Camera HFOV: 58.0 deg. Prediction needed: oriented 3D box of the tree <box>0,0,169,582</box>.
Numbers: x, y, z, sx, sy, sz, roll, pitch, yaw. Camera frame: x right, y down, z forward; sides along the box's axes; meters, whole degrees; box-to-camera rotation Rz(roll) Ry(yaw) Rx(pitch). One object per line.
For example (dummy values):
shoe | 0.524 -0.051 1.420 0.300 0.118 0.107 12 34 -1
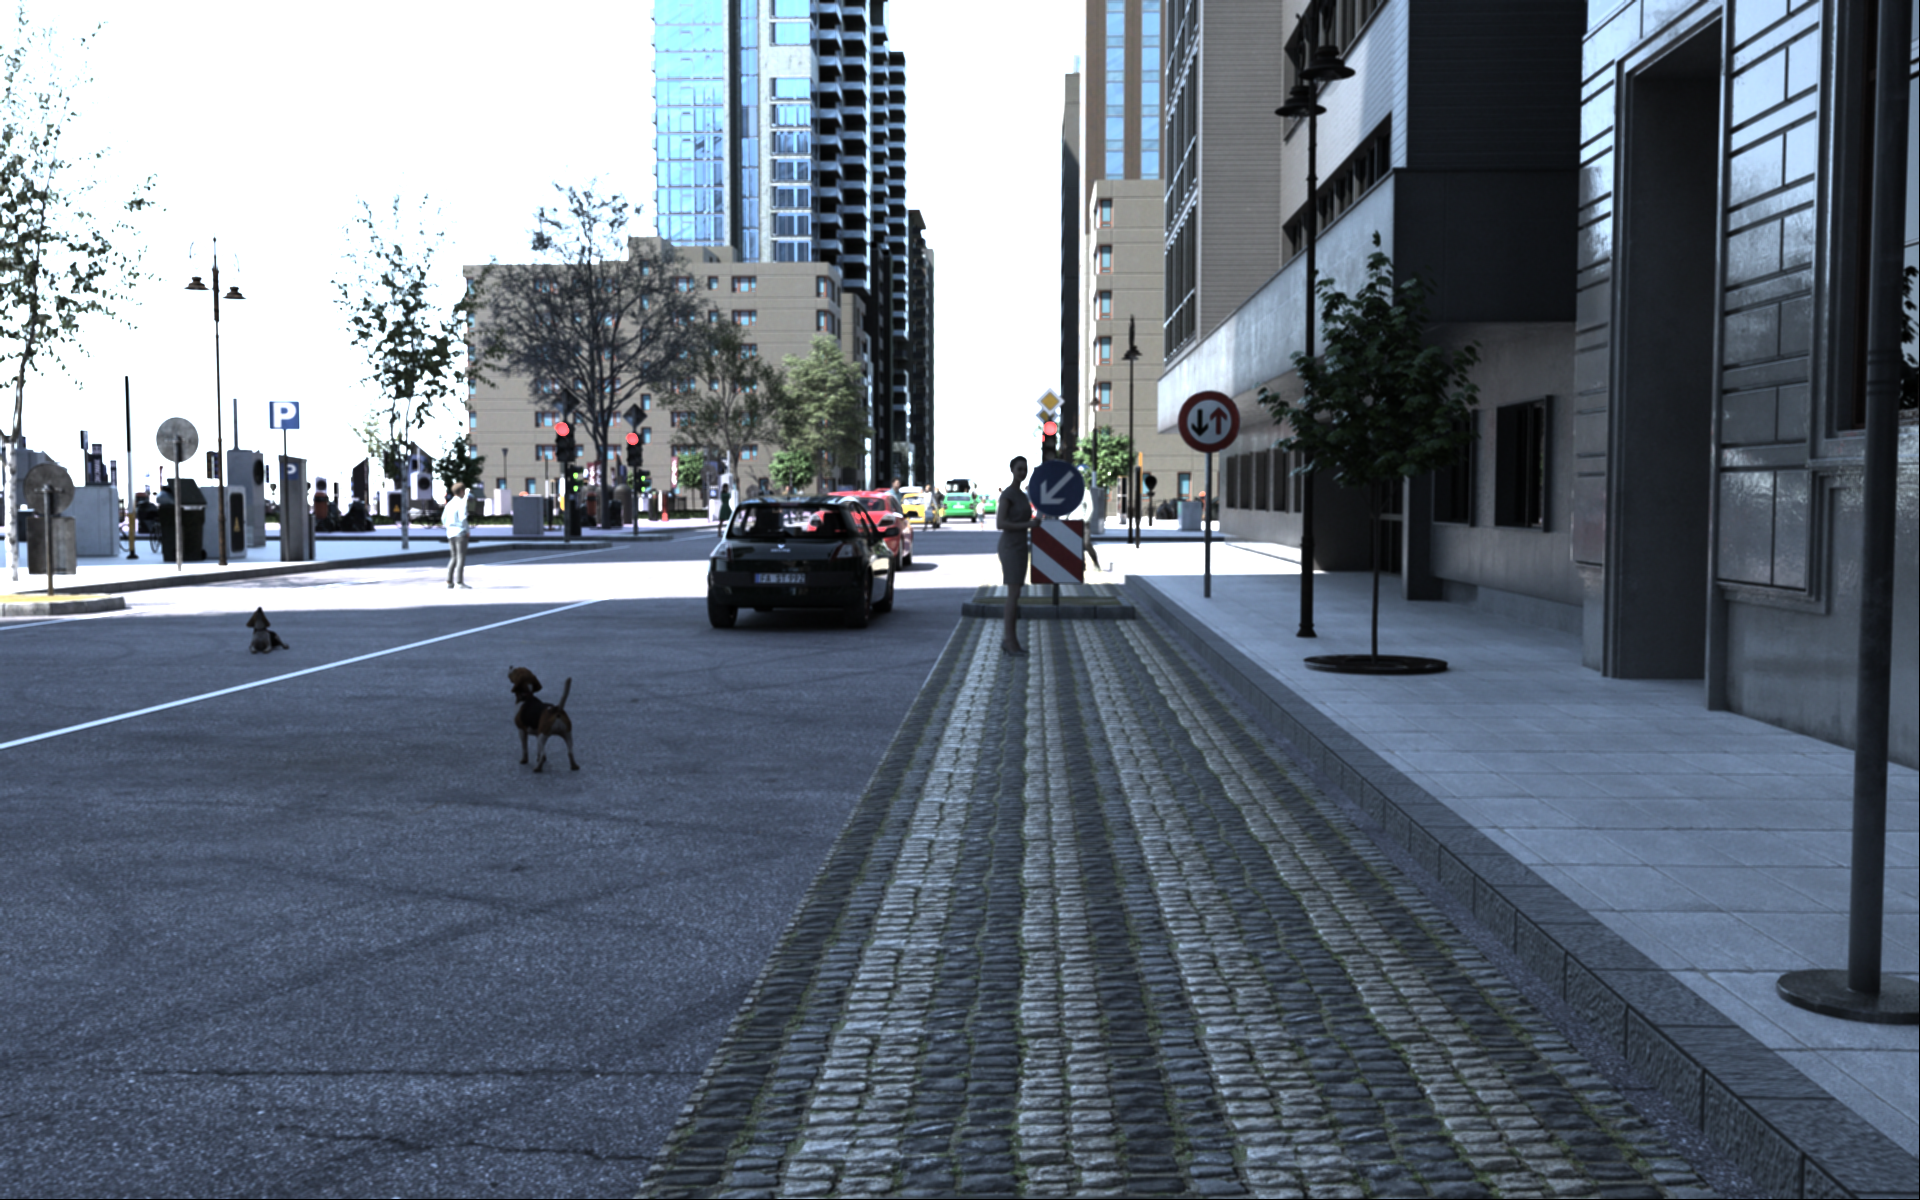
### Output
tree | -13.894 -4.586 25.336 4.360 8.622 3.978 0 3 0

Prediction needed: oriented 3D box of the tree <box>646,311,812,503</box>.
tree | -11.350 -9.366 87.549 8.767 10.594 7.601 -3 4 -38

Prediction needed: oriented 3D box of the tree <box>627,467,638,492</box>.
tree | -23.363 -7.894 123.673 1.663 3.219 1.824 0 3 0

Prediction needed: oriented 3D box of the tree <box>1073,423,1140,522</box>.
tree | 6.713 -5.911 80.361 4.285 4.588 4.351 0 3 0

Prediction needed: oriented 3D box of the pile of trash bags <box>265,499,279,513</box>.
pile of trash bags | -33.626 -4.421 82.042 1.912 1.369 3.447 1 4 11

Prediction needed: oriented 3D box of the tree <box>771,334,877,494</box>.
tree | -9.774 -12.505 122.585 7.486 12.596 7.792 0 3 0

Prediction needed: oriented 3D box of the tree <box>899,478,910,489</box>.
tree | -6.524 -12.630 201.094 1.663 3.219 1.824 0 3 0

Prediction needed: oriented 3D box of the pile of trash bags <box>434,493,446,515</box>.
pile of trash bags | -28.938 -5.345 97.135 1.912 1.369 3.447 -1 4 -8

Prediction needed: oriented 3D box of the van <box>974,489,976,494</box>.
van | 1.074 -13.382 223.181 2.240 2.365 5.245 0 4 3

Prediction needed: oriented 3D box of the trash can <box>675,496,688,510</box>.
trash can | -17.378 -5.898 108.088 0.748 1.137 0.748 0 3 0

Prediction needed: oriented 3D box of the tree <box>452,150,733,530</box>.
tree | -13.020 -9.315 62.669 12.009 13.543 11.850 0 3 0

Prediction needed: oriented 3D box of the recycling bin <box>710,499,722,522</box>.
recycling bin | -11.342 -4.209 81.369 0.722 1.027 0.722 -1 4 -19

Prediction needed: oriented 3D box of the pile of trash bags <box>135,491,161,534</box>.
pile of trash bags | -26.248 -2.887 56.952 3.447 1.369 1.912 3 4 36

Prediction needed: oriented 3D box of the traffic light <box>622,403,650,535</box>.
traffic light | -10.051 -3.960 53.664 0.839 4.253 0.868 0 4 2

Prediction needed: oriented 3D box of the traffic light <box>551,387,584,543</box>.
traffic light | -10.375 -3.472 45.685 0.839 4.253 0.868 0 4 2

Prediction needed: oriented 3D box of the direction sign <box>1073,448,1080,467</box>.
direction sign | 5.984 -5.729 85.668 0.876 3.537 0.379 -1 4 -20

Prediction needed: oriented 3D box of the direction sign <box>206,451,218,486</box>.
direction sign | -39.681 -6.114 91.957 0.379 3.537 0.876 1 4 19

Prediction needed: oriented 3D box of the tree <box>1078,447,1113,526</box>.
tree | 5.646 -4.658 70.759 1.663 3.219 1.824 0 3 0

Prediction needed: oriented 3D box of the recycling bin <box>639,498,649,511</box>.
recycling bin | -18.520 -5.444 101.562 0.722 1.027 0.722 -3 5 -40

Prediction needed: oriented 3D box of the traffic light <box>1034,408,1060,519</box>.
traffic light | 2.650 -3.929 53.166 0.839 4.253 0.868 0 4 2

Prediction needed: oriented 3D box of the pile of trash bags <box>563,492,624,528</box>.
pile of trash bags | -14.133 -3.532 67.504 1.912 1.369 3.447 0 4 -5

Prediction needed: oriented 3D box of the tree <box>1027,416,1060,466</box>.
tree | 12.309 -17.978 219.702 9.928 11.665 9.643 0 3 0

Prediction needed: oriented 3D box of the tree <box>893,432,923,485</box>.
tree | -6.655 -15.642 206.100 4.360 8.622 3.978 0 3 0

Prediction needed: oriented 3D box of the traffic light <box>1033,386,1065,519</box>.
traffic light | 2.327 -3.441 45.188 0.839 4.253 0.868 0 4 2

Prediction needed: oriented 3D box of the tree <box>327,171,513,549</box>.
tree | -12.880 -5.520 40.612 4.737 8.622 4.395 0 3 0

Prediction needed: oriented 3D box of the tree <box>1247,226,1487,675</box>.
tree | 2.926 -1.105 12.670 1.663 3.219 1.824 0 3 0

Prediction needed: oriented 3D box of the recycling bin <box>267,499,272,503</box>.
recycling bin | -38.710 -5.120 96.259 0.722 1.027 0.722 -3 4 -36

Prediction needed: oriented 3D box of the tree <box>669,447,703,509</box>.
tree | -18.115 -8.195 117.704 4.285 4.588 4.351 0 3 0

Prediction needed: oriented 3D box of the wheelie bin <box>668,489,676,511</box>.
wheelie bin | -18.511 -6.298 110.878 0.693 1.594 0.980 -1 4 -11

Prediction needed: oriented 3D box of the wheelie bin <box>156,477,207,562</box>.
wheelie bin | -14.869 -1.536 33.022 0.693 1.594 0.980 2 4 25

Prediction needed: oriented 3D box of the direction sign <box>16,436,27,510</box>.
direction sign | -36.388 -4.582 66.905 0.379 3.537 0.876 1 4 20

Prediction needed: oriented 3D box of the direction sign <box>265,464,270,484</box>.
direction sign | -52.375 -8.465 130.402 0.876 3.537 0.379 -3 5 -44

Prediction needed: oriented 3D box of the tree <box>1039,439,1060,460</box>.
tree | 12.114 -16.032 212.486 4.737 8.622 4.395 0 3 0

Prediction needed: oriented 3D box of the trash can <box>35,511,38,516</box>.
trash can | -52.942 -5.384 99.677 0.748 1.137 0.748 0 3 0

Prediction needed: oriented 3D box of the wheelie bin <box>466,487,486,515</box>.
wheelie bin | -22.235 -4.377 79.480 0.693 1.594 0.980 2 4 30

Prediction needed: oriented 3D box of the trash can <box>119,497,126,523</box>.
trash can | -36.930 -3.929 75.886 0.748 1.137 0.748 0 3 0

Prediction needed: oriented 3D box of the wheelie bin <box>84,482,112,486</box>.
wheelie bin | -22.972 -2.338 46.136 0.980 1.594 0.693 -2 4 -27

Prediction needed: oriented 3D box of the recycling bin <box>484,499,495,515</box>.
recycling bin | -23.040 -4.458 85.446 0.722 1.027 0.722 3 5 41

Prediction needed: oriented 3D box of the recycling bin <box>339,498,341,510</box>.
recycling bin | -42.179 -6.503 118.877 0.722 1.027 0.722 3 4 38

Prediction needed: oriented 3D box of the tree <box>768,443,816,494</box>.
tree | -10.799 -7.837 111.840 4.285 4.588 4.351 0 3 0

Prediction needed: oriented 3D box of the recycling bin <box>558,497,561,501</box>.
recycling bin | -29.490 -7.102 128.669 0.722 1.027 0.722 -2 4 -26

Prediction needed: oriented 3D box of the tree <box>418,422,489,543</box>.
tree | -13.249 -3.141 45.962 1.663 3.219 1.824 0 3 0

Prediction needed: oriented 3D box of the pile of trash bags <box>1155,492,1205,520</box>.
pile of trash bags | 11.259 -4.641 85.637 1.912 1.369 3.447 3 5 43

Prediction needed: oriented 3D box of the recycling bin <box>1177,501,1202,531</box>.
recycling bin | 7.978 -2.912 60.162 0.722 1.027 0.722 0 4 -5

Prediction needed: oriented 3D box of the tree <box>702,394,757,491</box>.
tree | -16.910 -10.794 126.847 4.360 8.622 3.978 0 3 0

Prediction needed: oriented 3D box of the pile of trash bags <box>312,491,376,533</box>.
pile of trash bags | -21.111 -2.989 58.620 1.912 1.369 3.447 0 4 -2

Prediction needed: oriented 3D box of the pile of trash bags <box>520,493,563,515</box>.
pile of trash bags | -24.148 -5.586 101.080 3.447 1.369 1.912 1 4 15

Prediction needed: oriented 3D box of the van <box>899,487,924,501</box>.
van | -2.920 -5.747 100.969 2.013 2.044 4.112 0 4 3

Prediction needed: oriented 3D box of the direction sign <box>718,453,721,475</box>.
direction sign | -13.420 -6.393 96.528 0.379 3.537 0.876 0 4 0

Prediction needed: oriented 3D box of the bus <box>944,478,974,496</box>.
bus | -0.020 -12.057 191.984 2.948 3.499 13.247 0 4 3

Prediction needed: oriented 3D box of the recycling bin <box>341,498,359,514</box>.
recycling bin | -39.676 -6.140 112.945 0.722 1.027 0.722 0 4 6
